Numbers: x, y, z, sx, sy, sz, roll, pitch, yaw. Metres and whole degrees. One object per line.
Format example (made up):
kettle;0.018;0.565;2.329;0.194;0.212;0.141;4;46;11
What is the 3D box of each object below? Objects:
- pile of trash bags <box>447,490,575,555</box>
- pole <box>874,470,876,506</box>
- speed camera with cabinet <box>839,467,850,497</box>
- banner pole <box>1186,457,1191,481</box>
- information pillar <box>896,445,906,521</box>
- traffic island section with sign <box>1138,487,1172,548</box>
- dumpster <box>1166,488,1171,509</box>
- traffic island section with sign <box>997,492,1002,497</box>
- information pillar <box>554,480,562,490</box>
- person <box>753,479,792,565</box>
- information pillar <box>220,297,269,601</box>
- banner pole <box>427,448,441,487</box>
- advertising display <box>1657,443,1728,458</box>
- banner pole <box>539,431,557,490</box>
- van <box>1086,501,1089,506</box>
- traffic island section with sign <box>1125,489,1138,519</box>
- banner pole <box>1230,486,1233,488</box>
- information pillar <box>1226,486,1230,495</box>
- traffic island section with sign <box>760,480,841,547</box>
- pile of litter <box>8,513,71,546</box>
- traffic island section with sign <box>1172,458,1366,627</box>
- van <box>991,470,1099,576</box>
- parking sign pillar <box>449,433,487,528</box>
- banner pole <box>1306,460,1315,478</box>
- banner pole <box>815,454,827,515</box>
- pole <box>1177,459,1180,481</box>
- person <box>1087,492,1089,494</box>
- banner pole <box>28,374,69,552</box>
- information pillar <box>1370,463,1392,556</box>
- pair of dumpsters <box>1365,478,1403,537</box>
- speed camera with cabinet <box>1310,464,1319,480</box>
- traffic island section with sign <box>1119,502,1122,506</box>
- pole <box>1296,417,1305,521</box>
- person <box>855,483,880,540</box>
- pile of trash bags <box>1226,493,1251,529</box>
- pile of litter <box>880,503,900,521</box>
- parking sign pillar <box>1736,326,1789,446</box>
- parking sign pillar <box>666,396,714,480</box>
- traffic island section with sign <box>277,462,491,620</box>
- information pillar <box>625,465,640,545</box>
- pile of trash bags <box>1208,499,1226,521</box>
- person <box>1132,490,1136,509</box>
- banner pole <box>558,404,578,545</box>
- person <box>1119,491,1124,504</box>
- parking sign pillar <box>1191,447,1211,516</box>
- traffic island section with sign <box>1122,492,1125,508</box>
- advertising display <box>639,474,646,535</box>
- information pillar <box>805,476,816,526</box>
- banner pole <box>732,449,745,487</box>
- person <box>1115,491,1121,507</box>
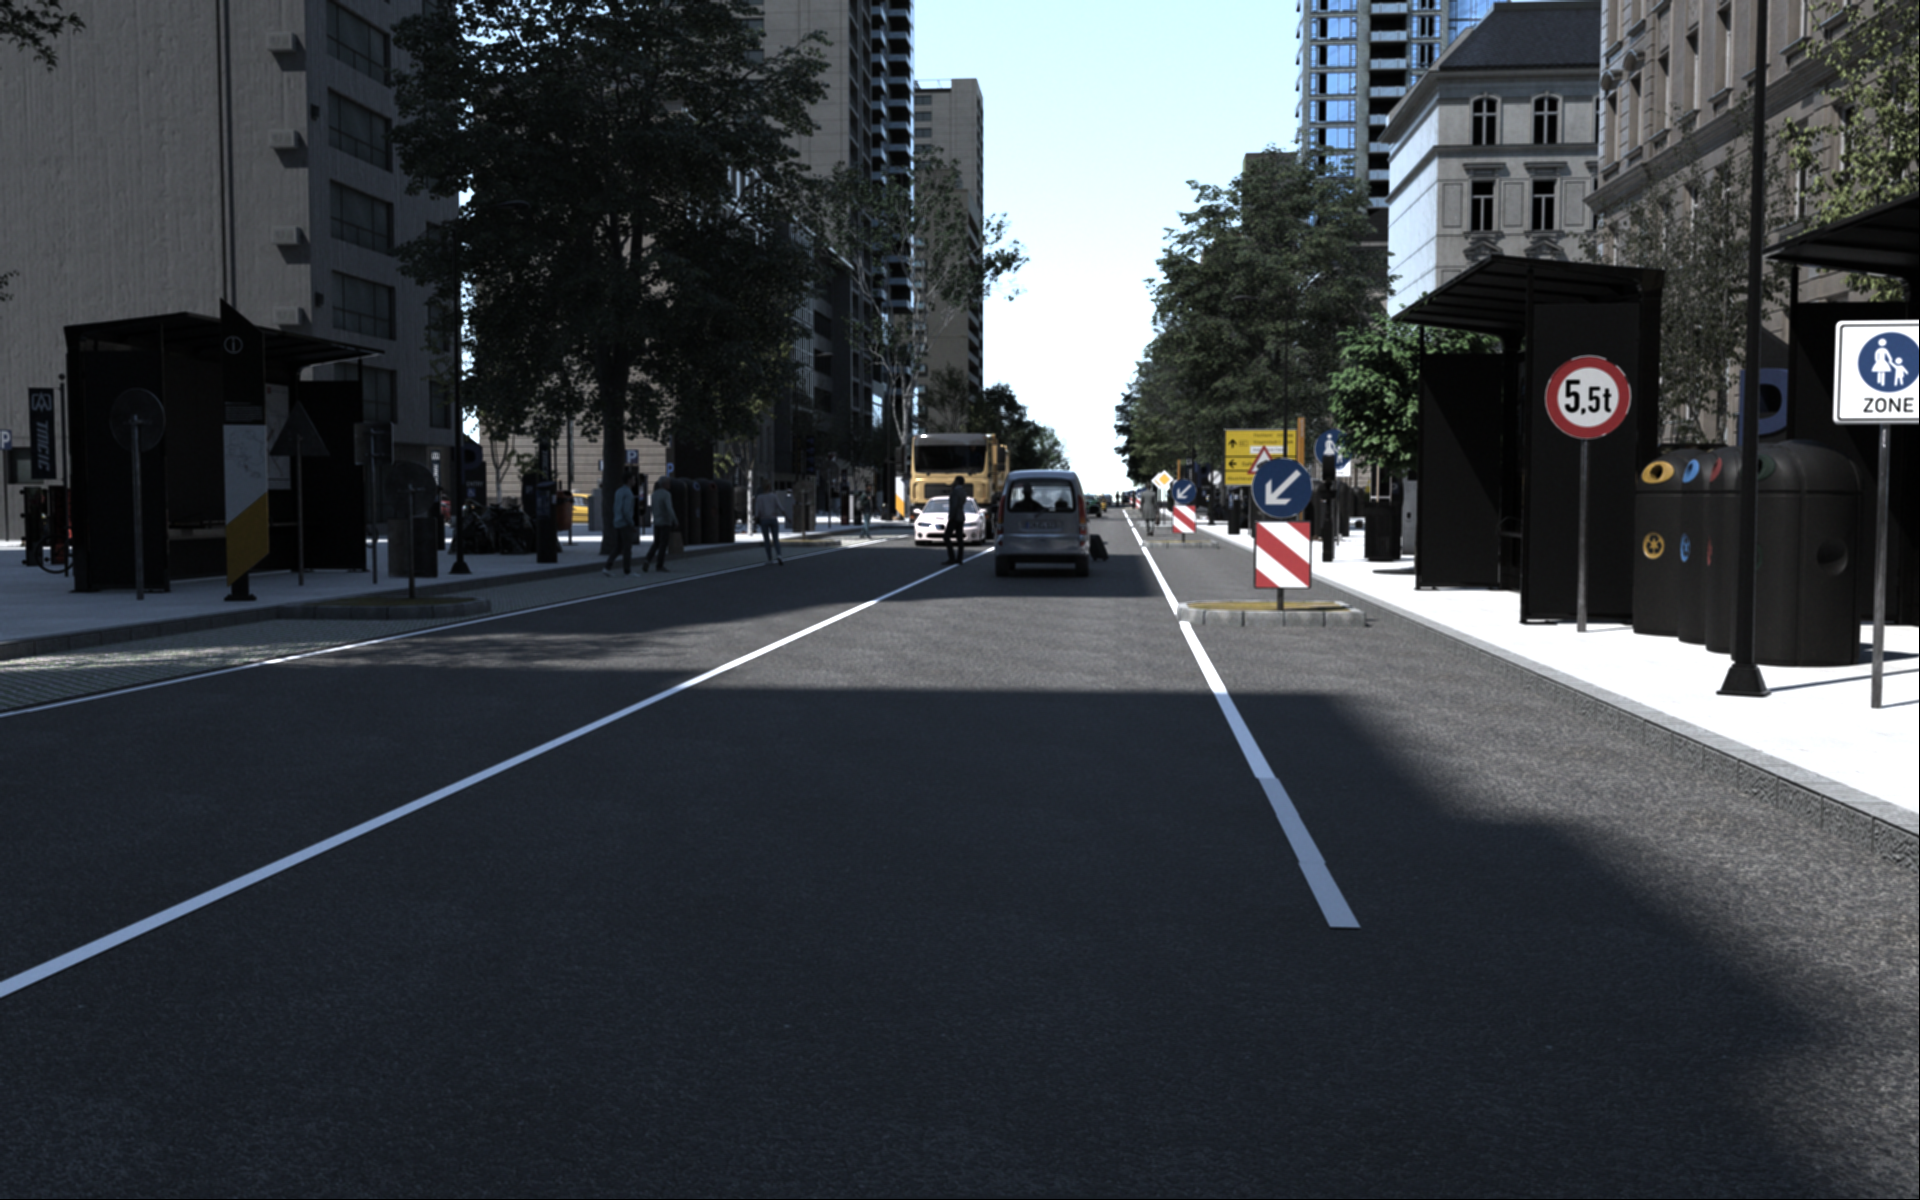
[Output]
pile of trash bags;-9.614;-1.742;38.236;1.912;1.369;3.447;1;4;21
pole;-7.090;-9.227;144.704;0.158;3.312;0.155;0;3;0
speed camera with cabinet;-8.312;-8.261;129.407;0.660;3.252;2.038;2;4;24
banner pole;13.734;-6.870;102.345;0.863;3.779;0.401;1;4;16
information pillar;-2.846;-5.593;82.795;0.504;3.616;0.183;2;4;29
traffic island section with sign;5.878;-2.318;46.527;1.989;1.847;2.006;0;4;5
dumpster;18.062;-8.590;146.204;1.264;1.857;1.865;0;4;5
traffic island section with sign;3.048;-7.393;129.495;1.989;1.847;2.006;0;4;5
information pillar;-21.017;-5.267;90.604;0.304;2.012;0.304;2;4;29
person;-3.748;-1.581;35.015;0.731;1.740;0.598;-2;4;-28
information pillar;-8.585;-1.799;20.768;0.504;3.616;0.183;-1;4;-15
banner pole;-26.276;-5.892;86.355;0.863;3.779;0.401;0;4;4
advertising display;9.303;-1.032;22.085;0.974;1.923;0.123;0;4;-5
banner pole;-14.087;-4.246;59.445;0.863;3.779;0.401;1;4;15
van;2.759;-2.666;50.604;2.013;2.044;4.112;0;4;6
traffic island section with sign;10.747;-5.645;100.926;1.989;1.847;2.006;0;4;5
banner pole;18.875;-8.053;121.689;0.401;3.779;0.863;-3;4;-38
information pillar;18.577;-7.906;120.622;0.183;3.616;0.504;-3;5;-45
traffic island section with sign;-4.305;-2.372;47.403;1.989;1.847;2.006;0;4;5
pile of litter;-22.627;-1.767;42.851;1.719;0.858;1.176;1;4;16
traffic island section with sign;3.477;-0.676;19.679;1.989;1.847;2.006;0;4;5
van;1.532;-1.499;31.521;2.013;2.044;4.112;0;4;4
parking sign pillar;-18.754;-4.745;66.049;1.447;3.967;1.447;-3;5;-43
banner pole;24.611;-8.042;121.497;0.863;3.779;0.401;0;4;7
banner pole;-8.684;-7.190;107.571;0.863;3.779;0.401;0;4;-3
pole;12.891;-6.623;102.135;0.158;3.312;0.155;0;3;0
person;17.188;-13.554;230.628;0.721;1.766;1.217;-1;4;-20
banner pole;-18.875;-2.813;36.013;0.863;3.779;0.401;-1;4;-21
information pillar;8.127;-1.772;33.472;0.304;2.012;0.304;-1;4;-14
pair of dumpsters;10.402;-2.282;39.811;1.574;2.255;4.437;0;4;5
speed camera with cabinet;19.628;-6.459;99.947;2.038;3.252;0.660;-1;4;-9
traffic island section with sign;17.710;-10.405;178.747;1.989;1.847;2.006;0;4;5
pole;9.080;-3.201;46.177;0.158;3.312;0.155;0;3;0
person;-2.896;-2.767;54.095;0.721;1.781;0.623;1;4;8
pile of trash bags;11.950;-3.341;64.375;3.447;1.369;1.912;2;4;29
pile of litter;-3.374;-4.323;84.649;1.176;0.858;1.719;1;4;12
parking sign pillar;12.640;-2.337;26.679;1.447;3.967;1.447;-2;4;-26
parking sign pillar;-7.349;-3.588;47.130;1.447;3.967;1.447;-3;5;-44
traffic island section with sign;-6.707;-0.729;20.554;1.989;1.847;2.006;0;4;5
information pillar;-8.355;-2.417;44.018;0.304;2.012;0.304;3;5;42
pile of trash bags;13.728;-4.470;82.829;3.447;1.369;1.912;-1;4;-16
person;17.123;-9.884;170.234;0.705;1.807;1.348;-1;4;-12
banner pole;-9.828;-3.286;43.741;0.401;3.779;0.863;0;4;-2
person;23.039;-14.503;245.621;0.705;1.824;1.348;3;5;43
parking sign pillar;14.012;-6.849;100.451;1.447;3.967;1.447;-3;4;-38
traffic island section with sign;13.157;-7.289;127.797;1.989;1.847;2.006;0;4;5
advertising display;-10.445;-3.038;54.882;0.974;1.923;0.123;0;4;4
information pillar;-6.042;-4.016;70.155;0.304;2.012;0.304;3;5;43
banner pole;-12.352;-6.550;97.108;0.863;3.779;0.401;-1;4;-9
person;17.923;-11.503;196.544;0.705;1.831;1.348;-1;4;-22
